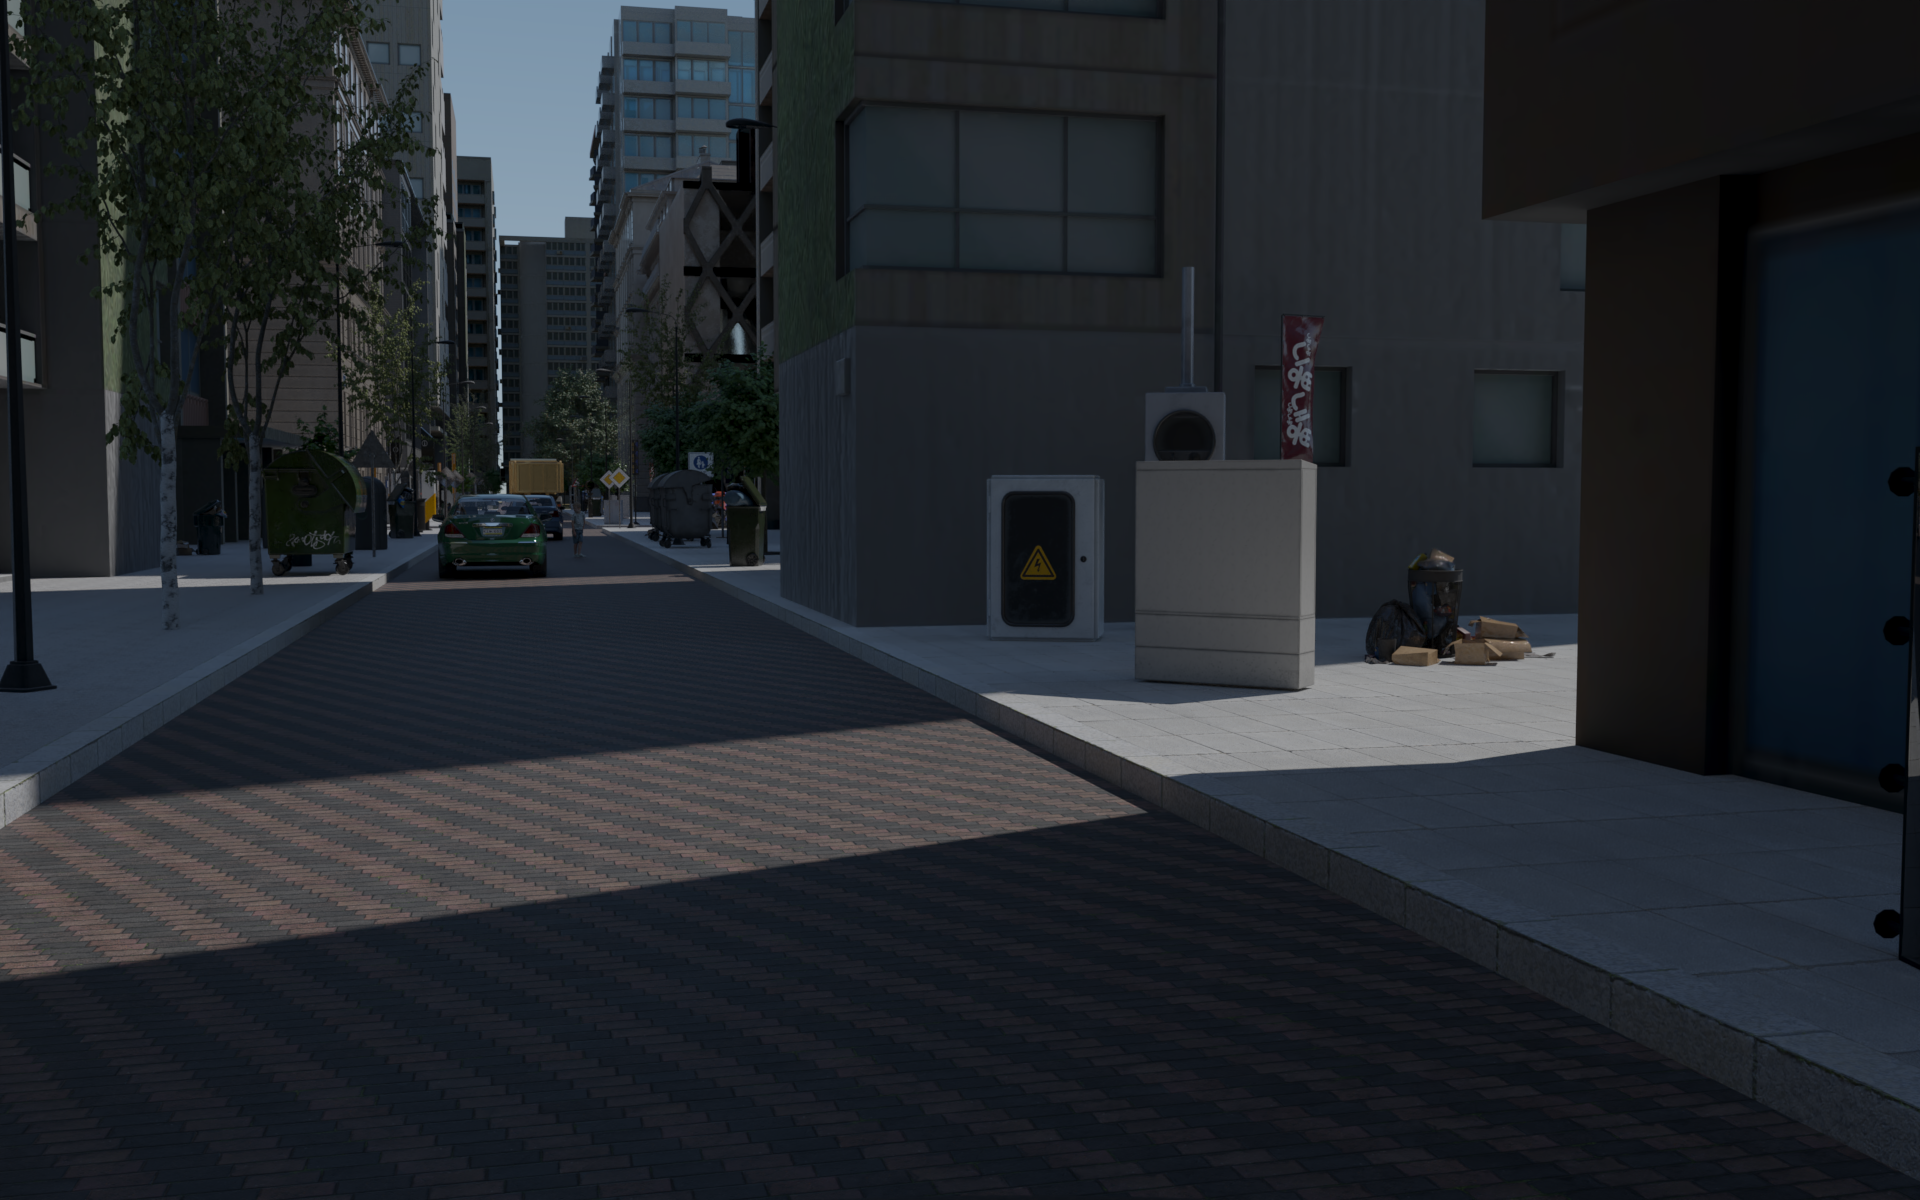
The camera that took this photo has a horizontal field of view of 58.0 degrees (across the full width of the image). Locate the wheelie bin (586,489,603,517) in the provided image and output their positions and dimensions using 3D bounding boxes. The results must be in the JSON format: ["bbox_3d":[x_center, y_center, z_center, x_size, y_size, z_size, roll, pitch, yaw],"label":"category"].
[{"bbox_3d":[-20.808,-5.538,98.449,0.980,1.594,0.693,-2,4,-31],"label":"wheelie bin"}]

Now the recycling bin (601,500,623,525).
[{"bbox_3d":[-14.667,-3.717,73.325,0.722,1.027,0.722,0,4,-4],"label":"recycling bin"}]

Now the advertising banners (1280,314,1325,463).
[{"bbox_3d":[2.666,-1.250,16.633,2.074,3.025,0.090,-2,4,-27],"label":"advertising banners"}]

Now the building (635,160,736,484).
[{"bbox_3d":[-13.446,-16.528,112.029,13.314,21.916,24.055,-1,4,-14],"label":"building"}]

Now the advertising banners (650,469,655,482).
[{"bbox_3d":[-16.559,-6.080,95.591,0.090,3.025,2.074,-3,5,-44],"label":"advertising banners"}]

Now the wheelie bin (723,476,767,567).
[{"bbox_3d":[-3.834,-1.404,30.860,0.693,1.594,0.980,0,4,5],"label":"wheelie bin"}]

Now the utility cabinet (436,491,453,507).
[{"bbox_3d":[-33.046,-6.241,110.721,1.173,1.500,0.318,-3,4,-38],"label":"utility cabinet"}]

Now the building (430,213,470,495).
[{"bbox_3d":[-57.277,-24.670,175.062,14.160,30.474,14.107,-1,4,-14],"label":"building"}]

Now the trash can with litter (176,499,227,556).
[{"bbox_3d":[-15.967,-1.522,36.278,1.055,1.170,0.624,-3,5,-43],"label":"trash can with litter"}]

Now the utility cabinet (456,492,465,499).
[{"bbox_3d":[-38.745,-7.629,133.419,1.173,1.500,0.318,-3,4,-39],"label":"utility cabinet"}]

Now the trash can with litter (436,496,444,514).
[{"bbox_3d":[-24.570,-4.322,82.045,0.624,1.170,1.055,2,4,31],"label":"trash can with litter"}]

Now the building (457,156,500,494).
[{"bbox_3d":[-73.728,-37.337,234.165,21.600,48.544,21.300,-1,4,-14],"label":"building"}]

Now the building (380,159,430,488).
[{"bbox_3d":[-41.888,-17.810,110.255,14.314,24.678,30.058,-1,4,-14],"label":"building"}]

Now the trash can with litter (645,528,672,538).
[{"bbox_3d":[-8.584,-2.361,49.995,1.055,1.170,0.624,0,4,6],"label":"trash can with litter"}]

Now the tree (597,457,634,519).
[{"bbox_3d":[-17.889,-5.898,91.033,1.663,3.219,1.824,0,3,0],"label":"tree"}]

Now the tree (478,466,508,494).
[{"bbox_3d":[-53.132,-13.072,197.440,4.285,4.588,4.351,0,3,0],"label":"tree"}]

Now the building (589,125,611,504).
[{"bbox_3d":[-32.310,-33.691,205.466,22.147,44.769,28.867,-1,4,-14],"label":"building"}]

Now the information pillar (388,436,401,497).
[{"bbox_3d":[-22.760,-4.794,69.732,0.504,3.616,0.183,0,4,-1],"label":"information pillar"}]

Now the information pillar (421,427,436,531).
[{"bbox_3d":[-18.655,-4.244,60.741,0.504,3.616,0.183,1,4,10],"label":"information pillar"}]

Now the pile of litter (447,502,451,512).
[{"bbox_3d":[-38.198,-7.218,131.983,1.719,0.858,1.176,-3,4,-37],"label":"pile of litter"}]

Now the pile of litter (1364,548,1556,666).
[{"bbox_3d":[3.889,0.031,13.463,1.719,0.858,1.176,-1,4,-11],"label":"pile of litter"}]

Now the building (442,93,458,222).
[{"bbox_3d":[-61.887,-32.915,188.276,14.600,45.320,14.200,-1,4,-14],"label":"building"}]

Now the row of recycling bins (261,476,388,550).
[{"bbox_3d":[-14.865,-2.043,40.518,3.534,1.692,1.069,2,4,24],"label":"row of recycling bins"}]

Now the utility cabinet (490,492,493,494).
[{"bbox_3d":[-38.672,-8.158,142.069,0.318,1.500,1.173,-2,4,-35],"label":"utility cabinet"}]

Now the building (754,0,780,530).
[{"bbox_3d":[5.540,-26.314,53.939,21.300,48.544,21.600,-1,4,-14],"label":"building"}]

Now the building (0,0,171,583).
[{"bbox_3d":[-19.514,-20.706,22.136,14.154,41.232,14.086,-1,4,-14],"label":"building"}]

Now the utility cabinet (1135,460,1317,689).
[{"bbox_3d":[1.773,-0.179,11.601,1.173,1.500,0.318,2,4,31],"label":"utility cabinet"}]

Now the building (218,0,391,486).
[{"bbox_3d":[-34.549,-17.475,82.982,12.463,27.353,25.104,-1,4,-14],"label":"building"}]

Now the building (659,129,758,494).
[{"bbox_3d":[-5.702,-13.340,85.556,16.811,18.784,16.820,-1,4,-14],"label":"building"}]

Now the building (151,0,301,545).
[{"bbox_3d":[-32.537,-23.742,42.811,28.867,44.769,22.147,-1,4,-14],"label":"building"}]

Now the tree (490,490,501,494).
[{"bbox_3d":[-56.768,-13.340,212.703,1.663,3.219,1.824,0,3,0],"label":"tree"}]

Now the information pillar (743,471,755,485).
[{"bbox_3d":[-5.563,-2.527,45.801,0.304,2.012,0.304,-1,4,-9],"label":"information pillar"}]

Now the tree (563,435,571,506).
[{"bbox_3d":[-39.824,-13.844,176.714,4.360,8.622,3.978,0,3,0],"label":"tree"}]

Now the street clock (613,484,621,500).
[{"bbox_3d":[-17.050,-4.999,86.299,0.358,2.002,0.471,-3,5,-42],"label":"street clock"}]

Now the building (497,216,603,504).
[{"bbox_3d":[-53.080,-33.878,245.789,23.993,40.220,32.217,-1,4,-14],"label":"building"}]

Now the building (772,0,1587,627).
[{"bbox_3d":[4.150,-20.803,23.730,14.154,41.232,14.086,-1,4,-14],"label":"building"}]

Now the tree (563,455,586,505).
[{"bbox_3d":[-25.047,-8.352,120.265,4.285,4.588,4.351,0,3,0],"label":"tree"}]

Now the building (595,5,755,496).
[{"bbox_3d":[-25.274,-34.054,176.393,23.786,49.044,30.456,-1,4,-14],"label":"building"}]

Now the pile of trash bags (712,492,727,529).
[{"bbox_3d":[-9.395,-3.327,64.143,1.912,1.369,3.447,1,4,12],"label":"pile of trash bags"}]

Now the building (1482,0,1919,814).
[{"bbox_3d":[11.123,-21.557,2.564,14.600,45.320,14.200,-1,4,-14],"label":"building"}]

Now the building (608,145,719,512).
[{"bbox_3d":[-20.508,-20.681,135.390,12.463,27.353,25.104,-1,4,-14],"label":"building"}]

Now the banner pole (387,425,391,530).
[{"bbox_3d":[-20.343,-4.393,61.846,0.401,3.779,0.863,-1,4,-22],"label":"banner pole"}]

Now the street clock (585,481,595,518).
[{"bbox_3d":[-19.989,-5.448,93.640,0.471,2.002,0.358,-2,4,-34],"label":"street clock"}]

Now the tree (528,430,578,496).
[{"bbox_3d":[-47.409,-16.456,203.459,7.601,10.594,8.767,-1,4,-22],"label":"tree"}]

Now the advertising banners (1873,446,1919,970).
[{"bbox_3d":[2.614,-0.461,3.729,0.090,3.025,2.074,0,4,-1],"label":"advertising banners"}]

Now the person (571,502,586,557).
[{"bbox_3d":[-8.658,-1.600,39.346,0.332,1.250,0.352,0,4,-1],"label":"person"}]

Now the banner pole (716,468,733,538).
[{"bbox_3d":[-6.829,-3.706,50.615,0.401,3.779,0.863,1,4,22],"label":"banner pole"}]

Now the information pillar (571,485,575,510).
[{"bbox_3d":[-32.022,-8.482,143.172,0.304,2.012,0.304,-1,4,-13],"label":"information pillar"}]

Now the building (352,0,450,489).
[{"bbox_3d":[-59.599,-34.441,152.355,28.713,52.752,27.495,-1,4,-14],"label":"building"}]

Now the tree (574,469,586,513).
[{"bbox_3d":[-25.046,-7.423,115.962,1.663,3.219,1.824,0,3,0],"label":"tree"}]

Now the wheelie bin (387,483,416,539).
[{"bbox_3d":[-16.173,-2.585,50.170,0.693,1.594,0.980,-3,5,-40],"label":"wheelie bin"}]

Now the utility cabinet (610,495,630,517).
[{"bbox_3d":[-19.117,-5.271,97.345,1.020,1.237,0.306,-2,4,-30],"label":"utility cabinet"}]

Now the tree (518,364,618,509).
[{"bbox_3d":[-33.988,-14.408,152.573,9.611,12.733,9.660,0,3,0],"label":"tree"}]
